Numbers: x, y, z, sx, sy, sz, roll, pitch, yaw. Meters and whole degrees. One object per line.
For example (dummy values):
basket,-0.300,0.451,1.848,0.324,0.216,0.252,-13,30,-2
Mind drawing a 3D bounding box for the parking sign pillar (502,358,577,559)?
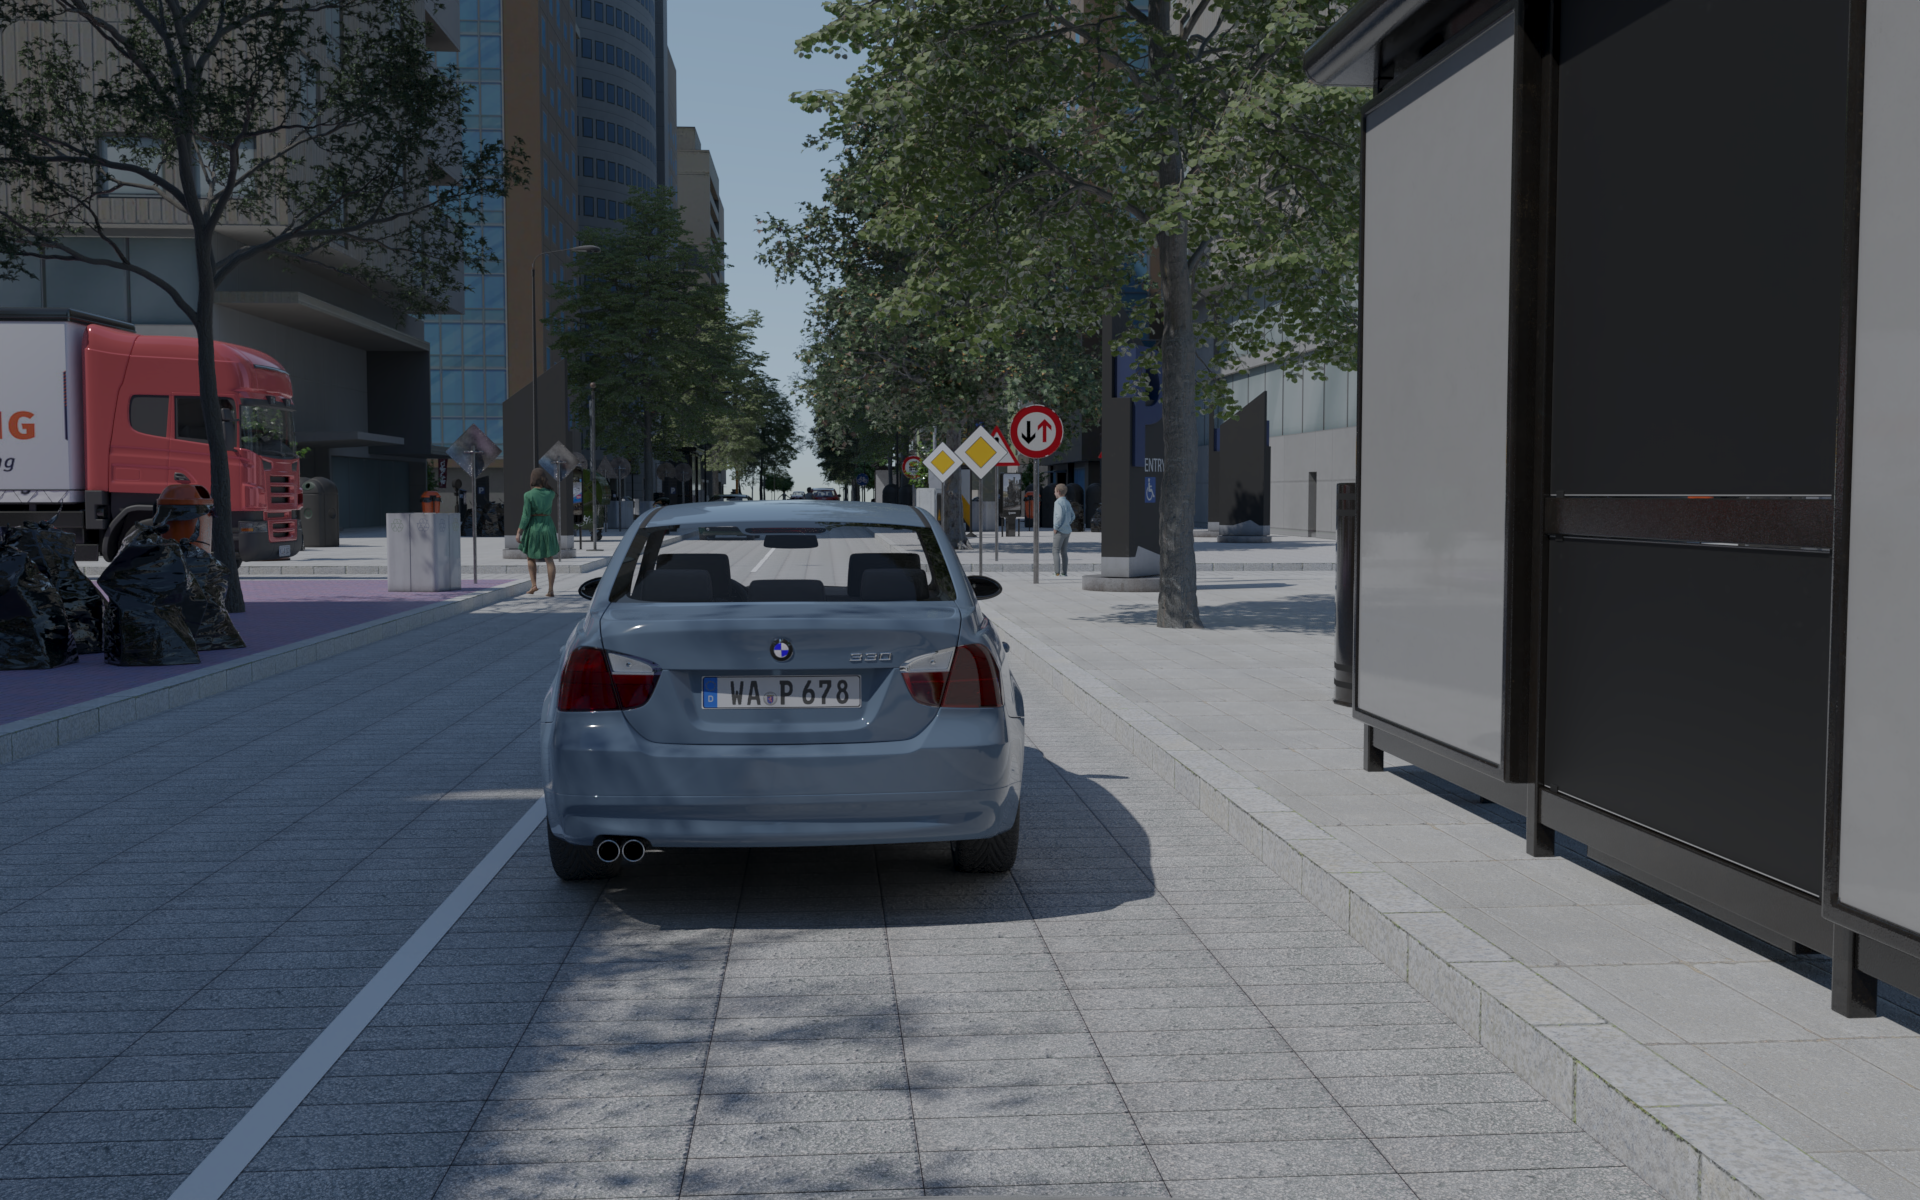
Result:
parking sign pillar,-8.418,-2.819,34.565,1.447,3.967,1.447,0,4,6

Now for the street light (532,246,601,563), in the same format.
street light,-7.416,-3.666,32.483,1.470,5.913,1.316,0,4,-5

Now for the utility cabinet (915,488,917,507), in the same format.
utility cabinet,-1.244,-3.776,70.423,0.318,1.500,1.173,3,5,44

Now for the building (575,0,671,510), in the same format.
building,-35.981,-36.801,143.692,21.231,58.520,28.212,0,4,-5

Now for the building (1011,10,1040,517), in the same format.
building,9.629,-25.582,101.858,14.154,41.232,14.086,0,4,-5

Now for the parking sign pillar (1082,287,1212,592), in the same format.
parking sign pillar,2.361,-2.122,23.167,1.447,3.967,1.447,2,4,30

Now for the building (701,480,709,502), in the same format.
building,-46.988,-31.584,208.284,32.217,40.220,23.993,0,4,-5

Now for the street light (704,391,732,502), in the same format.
street light,-10.962,-6.463,78.208,1.470,5.913,1.316,0,4,-5

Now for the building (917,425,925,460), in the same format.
building,1.700,-32.134,208.981,14.154,41.232,14.086,0,4,-5

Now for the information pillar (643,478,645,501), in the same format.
information pillar,-14.126,-4.504,78.140,0.304,2.012,0.304,0,4,1

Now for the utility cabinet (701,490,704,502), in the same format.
utility cabinet,-12.538,-4.575,83.477,0.318,1.500,1.173,-2,4,-28

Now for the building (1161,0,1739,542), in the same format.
building,22.062,-28.577,56.474,27.495,52.752,28.713,0,4,-5

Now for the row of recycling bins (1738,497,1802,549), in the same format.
row of recycling bins,20.175,-2.055,40.714,3.534,1.692,1.069,0,3,0

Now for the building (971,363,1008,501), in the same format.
building,12.023,-49.663,124.662,22.319,86.520,31.000,0,4,-5

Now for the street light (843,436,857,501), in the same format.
street light,-6.497,-8.281,107.928,1.470,5.913,1.316,0,4,-5

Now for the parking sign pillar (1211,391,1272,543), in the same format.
parking sign pillar,7.526,-3.501,45.721,1.447,3.967,1.447,3,4,36

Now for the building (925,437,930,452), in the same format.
building,4.361,-29.727,169.636,14.154,41.232,14.086,0,4,-5

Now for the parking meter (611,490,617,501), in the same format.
parking meter,-20.179,-5.657,100.909,0.372,1.533,0.369,0,3,0

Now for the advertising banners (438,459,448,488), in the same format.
advertising banners,-24.509,-5.117,79.855,2.074,3.025,0.090,1,4,13

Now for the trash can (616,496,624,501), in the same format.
trash can,-20.329,-5.654,104.095,0.748,1.137,0.748,0,3,0

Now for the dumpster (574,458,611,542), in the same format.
dumpster,-10.339,-2.721,46.982,1.502,2.255,1.985,0,4,-4

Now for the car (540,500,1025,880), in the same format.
car,-0.758,0.259,7.775,2.014,1.417,4.499,0,4,-5

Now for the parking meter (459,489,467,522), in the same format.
parking meter,-22.934,-4.374,79.918,0.372,1.533,0.369,0,3,0

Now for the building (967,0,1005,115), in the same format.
building,9.551,-32.309,151.959,21.300,48.544,21.600,0,4,-5

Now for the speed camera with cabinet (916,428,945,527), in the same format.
speed camera with cabinet,-0.719,-3.397,49.883,0.660,3.252,2.038,1,4,14

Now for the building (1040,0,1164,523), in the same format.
building,11.465,-26.275,79.708,14.600,45.320,14.200,0,4,-5

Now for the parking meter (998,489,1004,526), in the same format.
parking meter,1.589,-3.721,69.250,0.372,1.533,0.369,0,3,0

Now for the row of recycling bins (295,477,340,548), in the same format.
row of recycling bins,-16.467,-2.179,42.742,3.534,1.692,1.069,3,5,41

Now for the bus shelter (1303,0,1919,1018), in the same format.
bus shelter,2.778,-1.766,6.509,2.179,5.291,8.768,0,4,-4

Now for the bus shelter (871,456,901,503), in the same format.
bus shelter,-3.799,-6.141,94.333,2.014,3.302,5.546,0,4,-4

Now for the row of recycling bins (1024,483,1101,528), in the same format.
row of recycling bins,3.967,-3.581,65.657,3.534,1.692,1.069,2,4,35

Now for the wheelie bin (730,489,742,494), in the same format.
wheelie bin,-13.782,-6.044,106.732,0.980,1.594,0.693,2,4,30

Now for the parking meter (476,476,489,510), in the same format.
parking meter,-15.355,-3.057,55.689,0.399,1.863,0.255,0,4,5

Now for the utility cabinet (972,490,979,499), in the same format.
utility cabinet,0.533,-5.391,96.825,1.173,1.500,0.318,2,4,26

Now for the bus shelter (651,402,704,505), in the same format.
bus shelter,-12.822,-6.131,77.882,2.179,5.291,8.768,0,4,-5

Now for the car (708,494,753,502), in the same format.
car,-7.308,-2.769,55.065,2.009,1.686,4.222,0,4,-3

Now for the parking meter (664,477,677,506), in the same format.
parking meter,-9.845,-3.259,58.997,0.255,1.863,0.399,3,5,41

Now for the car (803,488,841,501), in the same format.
car,-8.203,-5.795,103.419,2.281,1.827,5.304,0,4,-7

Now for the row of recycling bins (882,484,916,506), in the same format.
row of recycling bins,-1.575,-3.718,67.906,3.534,1.692,1.069,2,4,33

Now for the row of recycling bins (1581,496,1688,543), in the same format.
row of recycling bins,6.504,-0.786,19.962,3.534,1.692,1.069,0,4,2

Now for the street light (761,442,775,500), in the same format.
street light,-17.145,-11.131,154.529,1.470,5.913,1.316,0,4,-5

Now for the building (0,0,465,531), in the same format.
building,-32.861,-28.695,58.405,28.713,52.752,27.495,0,4,-5

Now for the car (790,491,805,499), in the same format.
car,-20.810,-13.153,223.717,2.281,1.827,5.304,0,4,-6

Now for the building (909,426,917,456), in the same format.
building,4.362,-37.409,231.252,23.786,49.044,30.456,0,4,-5

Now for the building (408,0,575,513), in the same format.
building,-29.636,-27.388,97.901,14.600,45.320,14.200,0,4,-5

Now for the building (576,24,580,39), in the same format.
building,-39.596,-26.004,117.053,32.217,40.220,23.993,0,4,-5

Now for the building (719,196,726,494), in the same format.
building,-41.155,-36.653,249.394,14.600,45.320,14.200,0,4,-5

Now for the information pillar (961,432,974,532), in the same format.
information pillar,0.229,-4.110,58.555,0.183,3.616,0.504,-3,4,-39

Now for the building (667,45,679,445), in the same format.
building,-34.516,-31.545,165.870,14.600,45.320,14.200,0,4,-5

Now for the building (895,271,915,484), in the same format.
building,1.365,-38.760,257.422,21.300,48.544,21.600,0,4,-5

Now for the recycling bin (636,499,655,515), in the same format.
recycling bin,-10.895,-2.994,61.513,0.722,1.027,0.722,-3,5,-43

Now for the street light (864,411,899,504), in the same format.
street light,-2.794,-5.491,62.314,1.470,5.913,1.316,0,4,-5

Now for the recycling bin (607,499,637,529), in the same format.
recycling bin,-12.504,-3.132,63.754,0.722,1.027,0.722,-3,5,-41

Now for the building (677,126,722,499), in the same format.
building,-43.341,-37.156,231.199,21.300,48.544,21.600,0,4,-5

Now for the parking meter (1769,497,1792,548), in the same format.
parking meter,18.511,-2.041,39.076,0.399,1.863,0.255,3,5,43

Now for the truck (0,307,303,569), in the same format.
truck,-15.689,-2.340,27.167,11.283,4.237,2.839,0,4,-3

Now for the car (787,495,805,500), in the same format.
car,-16.370,-9.848,173.594,1.945,1.354,3.894,0,4,-4
